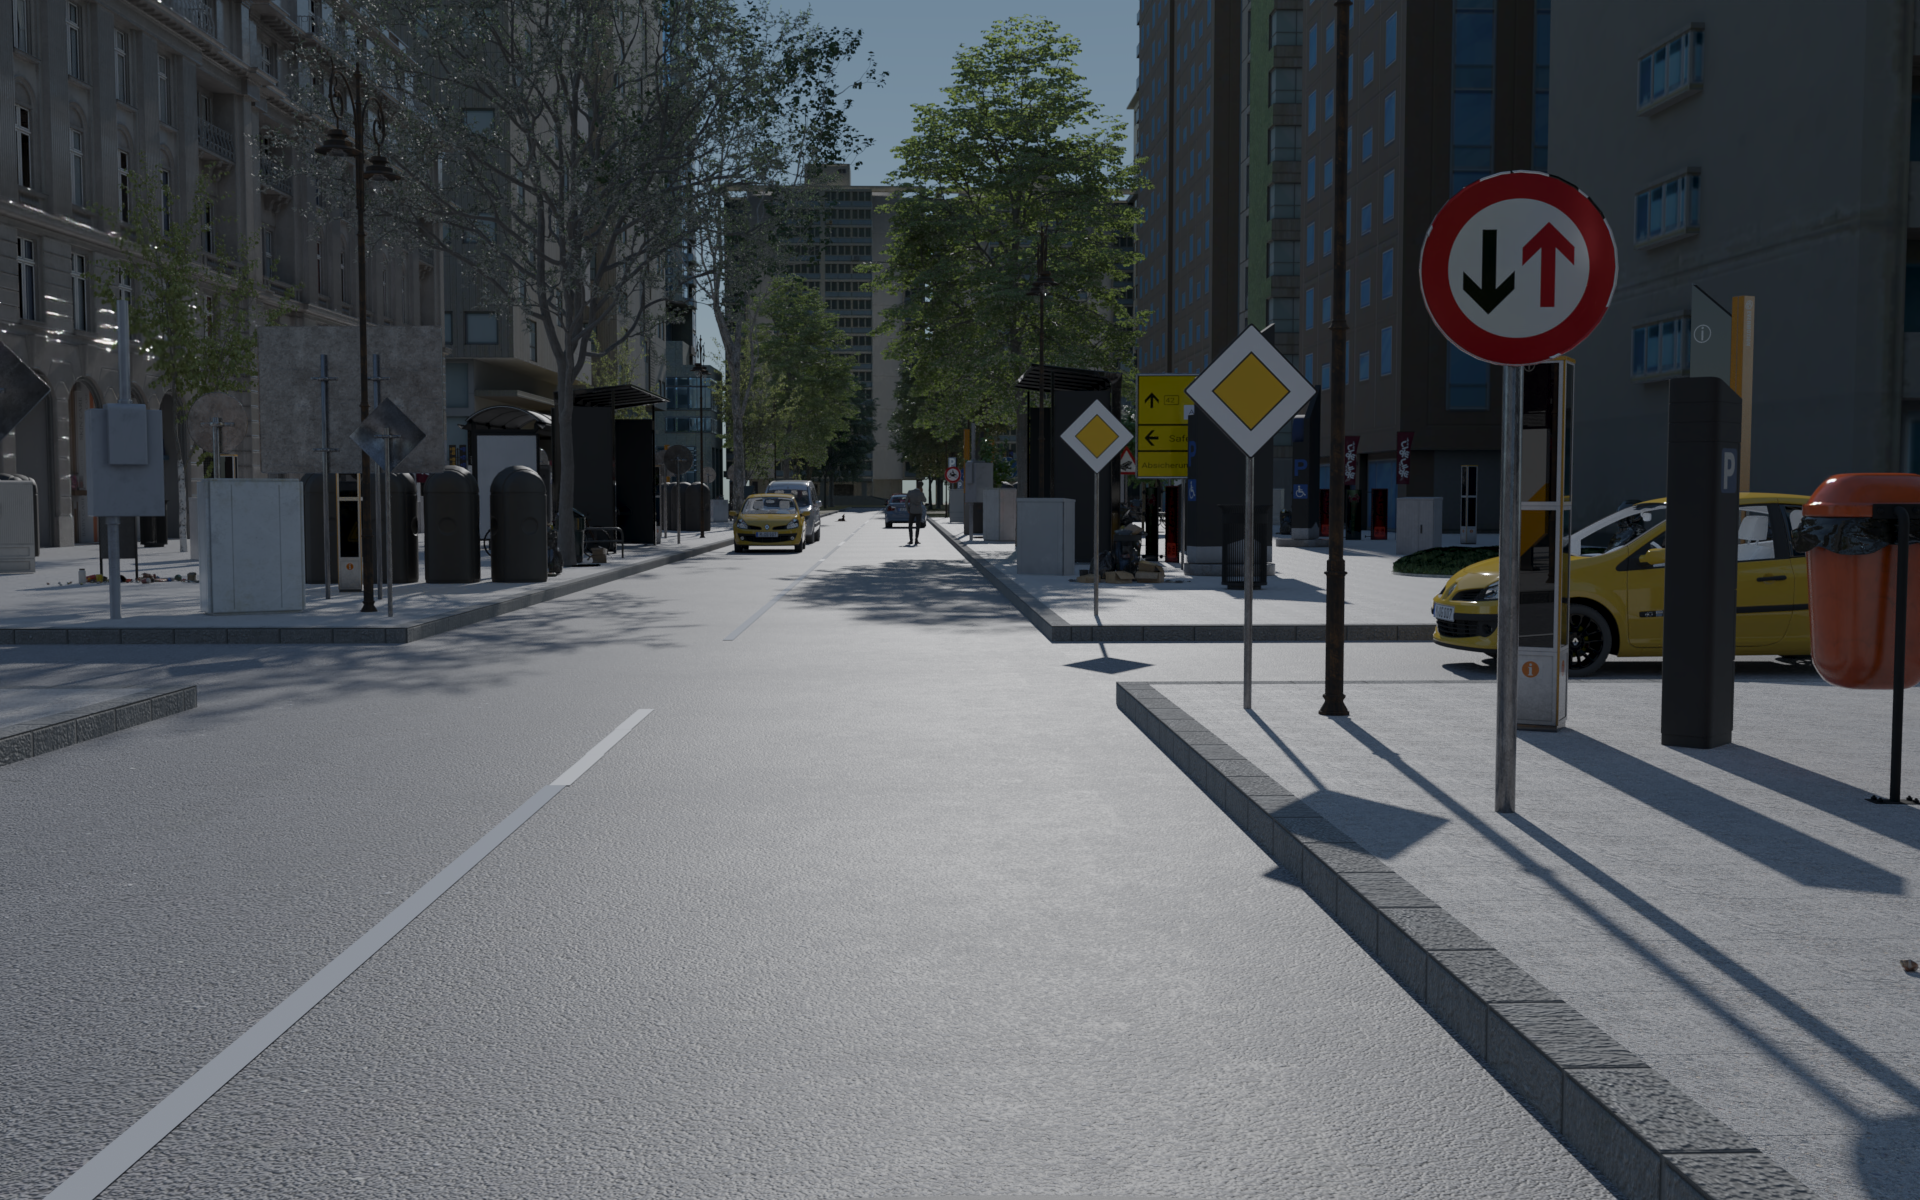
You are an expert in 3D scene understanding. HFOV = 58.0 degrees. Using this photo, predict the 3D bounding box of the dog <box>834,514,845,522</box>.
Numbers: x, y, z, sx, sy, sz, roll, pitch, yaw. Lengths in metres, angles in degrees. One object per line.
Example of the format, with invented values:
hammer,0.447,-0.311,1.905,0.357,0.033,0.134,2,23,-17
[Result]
dog,-6.230,-4.286,90.263,0.748,0.427,0.550,-1,4,-14

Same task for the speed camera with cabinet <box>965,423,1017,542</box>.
speed camera with cabinet,0.854,-3.264,47.703,0.660,3.252,2.038,-2,4,-27

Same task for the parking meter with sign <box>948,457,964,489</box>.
parking meter with sign,0.262,-5.309,83.064,1.738,3.016,0.543,-3,5,-43

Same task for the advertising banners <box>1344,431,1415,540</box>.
advertising banners,11.679,-3.188,48.305,2.074,3.025,0.090,-1,4,-9

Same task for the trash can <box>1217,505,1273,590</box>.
trash can,3.831,-0.713,23.315,0.748,1.137,0.748,0,3,0

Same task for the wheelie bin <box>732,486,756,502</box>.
wheelie bin,-8.396,-3.621,67.118,0.693,1.594,0.980,-3,5,-41

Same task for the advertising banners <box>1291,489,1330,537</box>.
advertising banners,10.942,-3.401,51.796,2.074,3.025,0.090,0,4,-5

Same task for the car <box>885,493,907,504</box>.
car,-3.454,-5.792,103.744,2.155,1.783,4.494,0,4,-1

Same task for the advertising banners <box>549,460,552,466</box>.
advertising banners,-21.769,-5.720,89.702,2.074,3.025,0.090,0,4,4

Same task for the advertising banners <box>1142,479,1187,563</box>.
advertising banners,3.959,-2.211,32.339,0.090,3.025,2.074,-2,4,-24

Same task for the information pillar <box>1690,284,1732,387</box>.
information pillar,8.321,-1.706,19.251,0.183,3.616,0.504,-3,4,-38

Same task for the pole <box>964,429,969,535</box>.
pole,0.207,-3.709,54.493,0.158,3.312,0.155,0,3,0

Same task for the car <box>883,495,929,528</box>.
car,-2.331,-3.841,74.806,2.014,1.417,4.499,0,4,0

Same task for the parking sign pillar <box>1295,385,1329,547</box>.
parking sign pillar,8.448,-3.289,42.254,1.447,3.967,1.447,1,4,23

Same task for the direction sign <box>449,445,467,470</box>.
direction sign,-23.070,-5.360,79.634,0.876,3.537,0.379,1,4,15

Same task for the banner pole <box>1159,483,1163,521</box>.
banner pole,9.676,-5.704,83.277,0.401,3.779,0.863,1,4,16

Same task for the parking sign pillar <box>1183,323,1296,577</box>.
parking sign pillar,4.288,-2.385,27.460,1.447,3.967,1.447,-1,4,-14

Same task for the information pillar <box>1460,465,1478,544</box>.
information pillar,12.978,-2.426,44.162,0.304,2.012,0.304,-1,4,-13

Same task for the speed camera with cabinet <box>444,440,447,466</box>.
speed camera with cabinet,-18.528,-4.195,62.926,0.660,3.252,2.038,-1,4,-13

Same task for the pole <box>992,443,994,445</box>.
pole,1.191,-4.360,65.135,0.158,3.312,0.155,0,3,0

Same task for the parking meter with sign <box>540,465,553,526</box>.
parking meter with sign,-11.063,-3.008,45.436,1.738,3.016,0.543,0,4,-4

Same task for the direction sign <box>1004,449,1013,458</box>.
direction sign,2.407,-5.851,87.656,0.379,3.537,0.876,3,5,41

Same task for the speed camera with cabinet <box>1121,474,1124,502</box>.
speed camera with cabinet,3.896,-3.312,48.488,0.660,3.252,2.038,-1,4,-21

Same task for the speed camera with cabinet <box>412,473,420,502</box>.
speed camera with cabinet,-17.311,-3.527,52.004,2.038,3.252,0.660,0,4,-8

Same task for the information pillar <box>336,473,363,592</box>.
information pillar,-7.980,-1.112,22.679,0.304,2.012,0.304,-1,4,-11

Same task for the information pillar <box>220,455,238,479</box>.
information pillar,-13.645,-1.702,32.317,0.304,2.012,0.304,-1,4,-12

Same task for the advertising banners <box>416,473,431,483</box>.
advertising banners,-13.524,-2.771,41.492,2.074,3.025,0.090,-3,5,-41

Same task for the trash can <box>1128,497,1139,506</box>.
trash can,9.305,-4.994,93.306,0.748,1.137,0.748,0,3,0

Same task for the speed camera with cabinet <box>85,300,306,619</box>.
speed camera with cabinet,-8.075,-1.466,18.308,2.038,3.252,0.660,-2,4,-33

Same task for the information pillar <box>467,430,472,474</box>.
information pillar,-14.107,-3.610,50.379,0.183,3.616,0.504,2,4,24

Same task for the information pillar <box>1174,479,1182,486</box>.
information pillar,10.301,-5.504,81.348,0.504,3.616,0.183,1,4,21

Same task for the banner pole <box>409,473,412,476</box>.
banner pole,-14.303,-3.315,44.215,0.401,3.779,0.863,2,4,33

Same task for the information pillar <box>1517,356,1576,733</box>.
information pillar,3.149,-0.302,9.436,0.304,2.012,0.304,2,4,28

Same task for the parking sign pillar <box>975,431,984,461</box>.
parking sign pillar,0.981,-5.309,75.278,1.447,3.967,1.447,-1,4,-10

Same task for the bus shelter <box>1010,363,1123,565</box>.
bus shelter,2.039,-2.630,34.284,1.731,3.624,6.357,0,4,-2

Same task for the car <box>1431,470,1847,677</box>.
car,5.957,-0.252,14.339,3.980,1.641,2.015,0,4,-2

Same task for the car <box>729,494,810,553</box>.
car,-4.775,-2.048,43.705,2.015,1.641,3.980,0,4,-3

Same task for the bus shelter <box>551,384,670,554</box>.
bus shelter,-7.971,-2.981,40.016,1.731,3.624,6.357,0,4,-2

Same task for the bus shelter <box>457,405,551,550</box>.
bus shelter,-10.512,-2.954,42.217,2.014,3.302,5.546,0,4,-2

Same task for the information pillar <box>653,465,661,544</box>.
information pillar,-7.890,-2.444,44.452,0.304,2.012,0.304,1,4,22

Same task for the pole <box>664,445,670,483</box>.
pole,-12.121,-4.765,71.746,0.158,3.312,0.155,0,3,0

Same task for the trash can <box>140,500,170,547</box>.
trash can,-19.500,-1.848,41.876,0.748,1.137,0.748,0,3,0

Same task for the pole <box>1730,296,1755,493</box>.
pole,8.076,-1.474,17.950,0.158,3.312,0.155,0,3,0
